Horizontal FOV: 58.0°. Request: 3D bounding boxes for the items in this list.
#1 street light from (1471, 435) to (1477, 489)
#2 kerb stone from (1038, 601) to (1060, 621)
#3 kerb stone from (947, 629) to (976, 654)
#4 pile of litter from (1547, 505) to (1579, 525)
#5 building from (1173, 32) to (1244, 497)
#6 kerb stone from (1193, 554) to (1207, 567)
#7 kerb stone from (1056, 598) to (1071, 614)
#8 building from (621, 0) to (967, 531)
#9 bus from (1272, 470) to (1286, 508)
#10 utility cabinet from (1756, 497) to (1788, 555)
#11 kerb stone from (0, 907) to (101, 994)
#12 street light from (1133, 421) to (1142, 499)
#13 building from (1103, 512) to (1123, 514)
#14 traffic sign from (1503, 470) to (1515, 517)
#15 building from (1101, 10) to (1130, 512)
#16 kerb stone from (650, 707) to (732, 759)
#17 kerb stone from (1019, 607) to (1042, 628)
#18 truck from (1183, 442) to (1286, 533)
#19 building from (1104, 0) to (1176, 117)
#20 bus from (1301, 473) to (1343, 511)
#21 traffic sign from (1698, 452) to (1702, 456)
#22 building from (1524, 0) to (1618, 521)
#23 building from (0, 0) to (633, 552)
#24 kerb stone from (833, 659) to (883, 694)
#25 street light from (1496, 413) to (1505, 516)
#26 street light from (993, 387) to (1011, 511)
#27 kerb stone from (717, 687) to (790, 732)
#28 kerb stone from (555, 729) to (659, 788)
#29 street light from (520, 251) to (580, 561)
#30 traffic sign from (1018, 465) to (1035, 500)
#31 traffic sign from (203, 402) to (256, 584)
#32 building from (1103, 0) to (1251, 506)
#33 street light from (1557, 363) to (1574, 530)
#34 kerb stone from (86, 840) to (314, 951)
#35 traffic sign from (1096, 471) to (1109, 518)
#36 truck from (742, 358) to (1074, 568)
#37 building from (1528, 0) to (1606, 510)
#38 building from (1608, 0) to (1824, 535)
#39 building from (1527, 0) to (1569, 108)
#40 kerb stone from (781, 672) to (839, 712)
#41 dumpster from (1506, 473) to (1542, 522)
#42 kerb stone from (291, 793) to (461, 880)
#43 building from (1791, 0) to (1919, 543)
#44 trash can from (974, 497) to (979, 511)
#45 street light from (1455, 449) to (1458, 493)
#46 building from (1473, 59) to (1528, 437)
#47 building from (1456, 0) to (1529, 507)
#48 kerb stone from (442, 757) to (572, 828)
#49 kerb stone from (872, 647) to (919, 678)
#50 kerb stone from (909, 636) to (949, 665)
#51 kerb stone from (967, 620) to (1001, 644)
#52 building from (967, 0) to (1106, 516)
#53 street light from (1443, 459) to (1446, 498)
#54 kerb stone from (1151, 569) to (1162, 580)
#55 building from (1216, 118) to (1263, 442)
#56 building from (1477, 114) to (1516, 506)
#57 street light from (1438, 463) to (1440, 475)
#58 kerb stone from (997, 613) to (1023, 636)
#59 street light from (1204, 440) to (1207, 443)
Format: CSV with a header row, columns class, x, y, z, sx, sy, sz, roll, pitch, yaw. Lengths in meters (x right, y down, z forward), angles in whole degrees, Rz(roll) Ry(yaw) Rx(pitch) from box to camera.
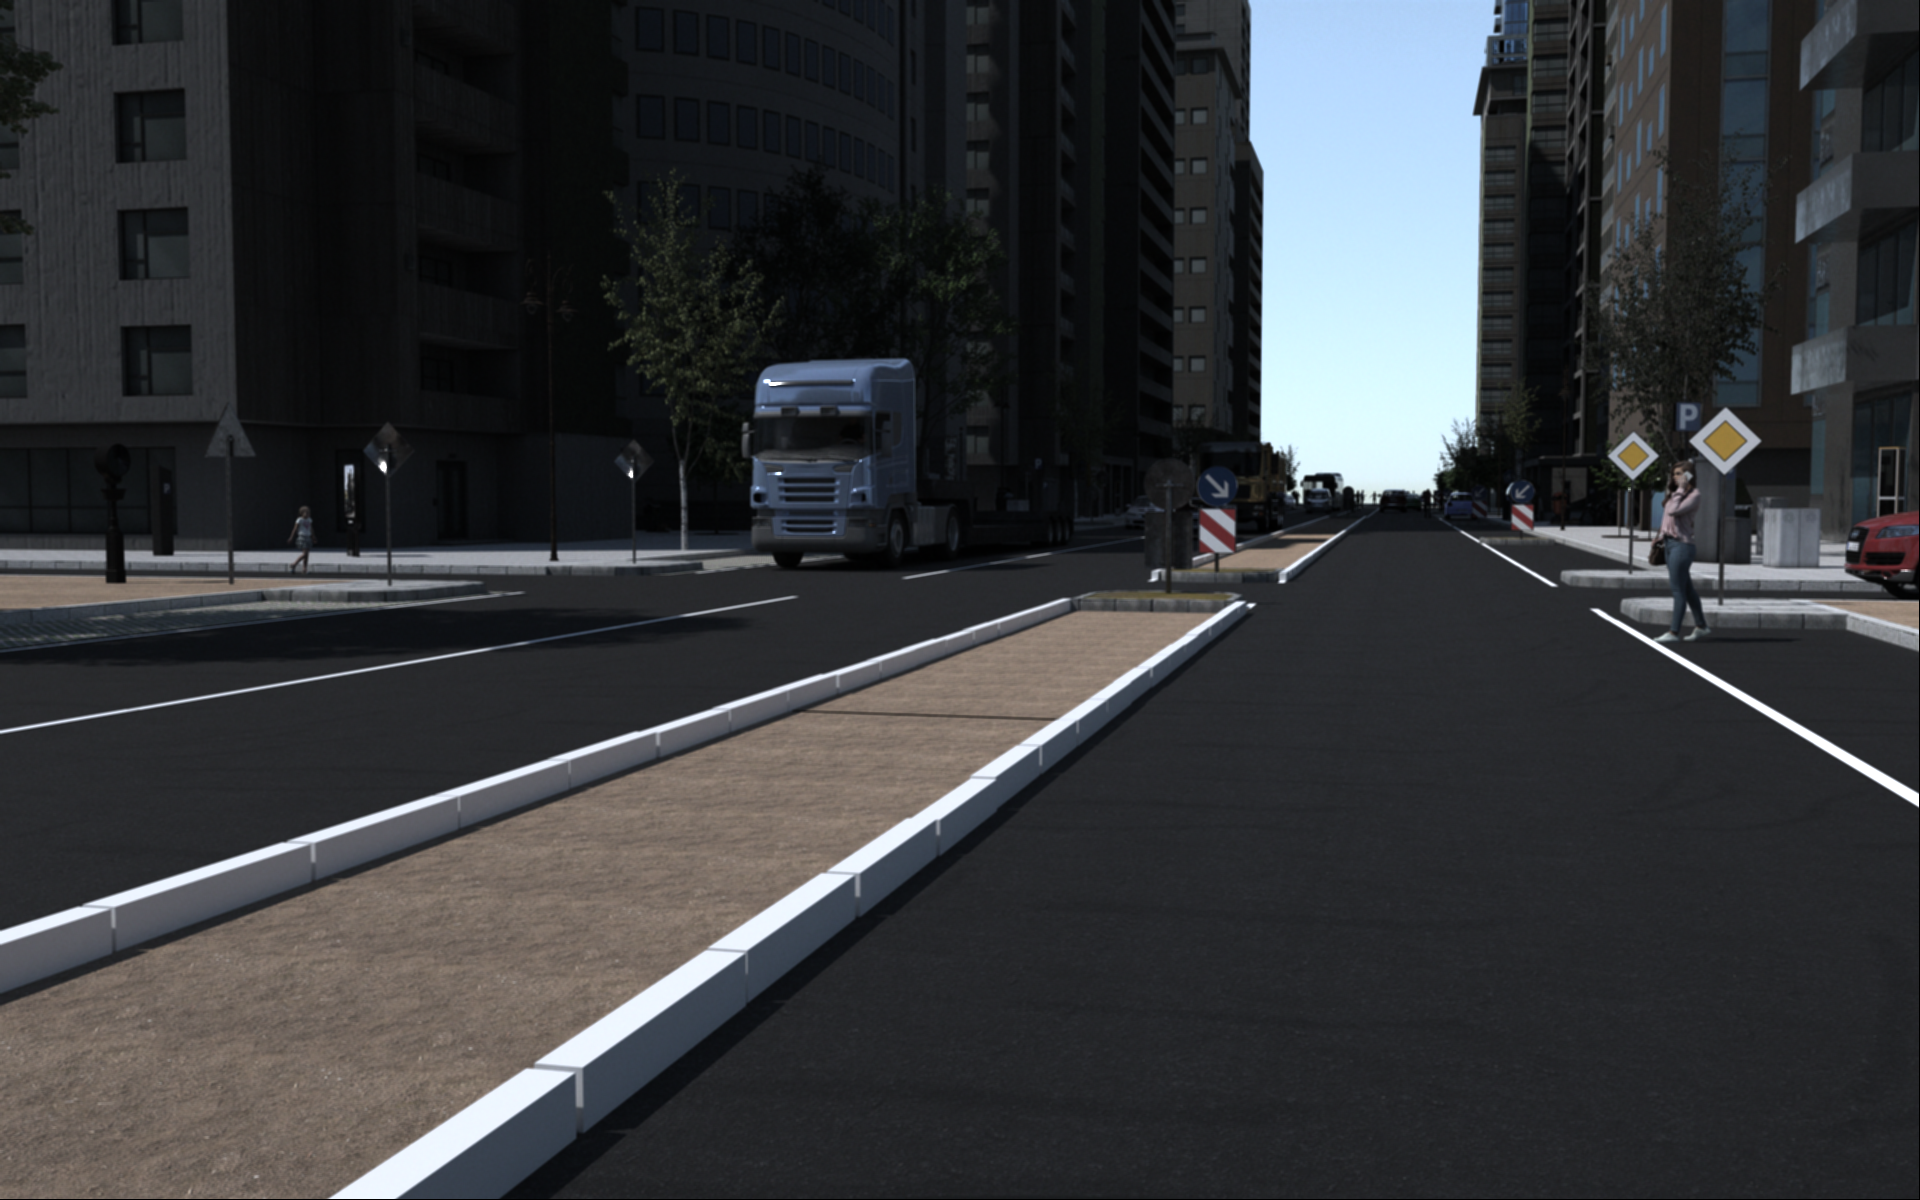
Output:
class,x,y,z,sx,sy,sz,roll,pitch,yaw
street light,40.142,-9.953,135.518,0.468,5.910,1.993,1,4,14
kerb stone,0.956,0.149,19.802,0.120,0.150,1.000,1,4,14
kerb stone,-0.055,0.398,15.824,0.120,0.150,1.000,1,4,14
pile of litter,25.347,-3.558,72.142,1.719,0.858,1.176,1,4,13
building,18.074,-37.732,206.150,28.713,52.752,27.495,1,4,14
kerb stone,4.864,-0.798,35.244,0.120,0.150,1.000,1,4,14
kerb stone,1.204,0.086,20.794,0.120,0.150,1.000,1,4,14
building,-13.274,-32.429,72.219,21.231,58.520,28.212,1,4,14
bus,24.191,-8.920,137.392,2.896,3.916,12.252,1,4,15
utility cabinet,17.180,-1.557,36.626,0.306,1.237,1.020,3,5,44
kerb stone,-2.805,1.058,4.890,0.120,0.150,1.000,1,4,14
street light,10.893,-8.193,106.743,0.468,5.910,1.993,1,4,14
building,1.183,-41.562,117.786,20.563,71.187,20.611,1,4,14
traffic sign,28.785,-5.532,90.558,0.768,2.556,0.104,1,4,20
building,10.678,-44.105,159.373,20.563,71.187,20.611,1,4,14
kerb stone,-1.555,0.760,9.853,0.120,0.150,1.000,1,4,14
kerb stone,0.707,0.208,18.798,0.120,0.150,1.000,1,4,14
truck,10.790,-4.316,66.491,3.469,3.379,9.791,1,4,15
building,5.356,-31.558,139.678,21.300,48.544,21.600,1,4,14
bus,30.837,-9.298,146.881,2.948,3.499,13.247,1,4,16
traffic sign,14.583,-2.032,33.322,0.768,2.556,0.104,1,4,21
building,44.824,-23.969,83.768,32.217,40.220,23.993,1,4,14
building,-17.925,-16.668,44.229,14.160,30.474,14.107,1,4,14
kerb stone,-0.795,0.577,12.836,0.120,0.150,1.000,1,4,14
street light,30.893,-7.727,99.127,0.468,5.910,1.993,1,4,14
street light,1.719,-5.976,70.490,0.468,5.910,1.993,1,4,14
kerb stone,-1.306,0.694,10.844,0.120,0.150,1.000,1,4,14
kerb stone,-1.817,0.816,8.860,0.120,0.150,1.000,1,4,14
street light,-7.797,-3.688,33.089,0.468,5.910,1.993,1,4,14
traffic sign,2.879,-4.585,75.064,0.768,2.556,0.104,1,4,20
traffic sign,-10.356,-1.501,24.544,0.884,2.594,0.081,1,4,17
building,32.955,-49.577,248.835,20.563,71.187,20.611,1,4,14
street light,21.412,-5.417,61.353,0.468,5.910,1.993,1,4,14
kerb stone,-2.560,0.998,5.882,0.120,0.150,1.000,1,4,14
traffic sign,7.720,-5.739,93.943,0.768,2.556,0.104,1,4,23
truck,-0.459,-3.090,40.278,2.967,4.110,18.799,1,4,16
building,48.623,-41.176,111.476,20.563,71.187,20.611,1,4,14
building,30.385,-24.960,58.211,14.600,45.320,14.200,1,4,14
building,49.616,-27.303,130.000,14.154,41.232,14.086,1,4,14
kerb stone,-1.058,0.634,11.837,0.120,0.150,1.000,1,4,14
dumpster,26.484,-4.822,81.332,1.502,2.255,1.985,1,4,14
kerb stone,-2.308,0.937,6.875,0.120,0.150,1.000,1,4,14
building,34.008,-25.405,34.974,30.456,49.044,23.786,1,4,14
trash can,0.409,-3.737,72.758,0.748,1.137,0.748,0,3,0
street light,49.603,-12.259,173.219,0.468,5.910,1.993,1,4,14
building,76.219,-37.745,206.369,28.713,52.752,27.495,1,4,14
building,80.054,-56.380,234.481,22.319,86.520,31.000,1,4,14
kerb stone,-2.063,0.878,7.868,0.120,0.150,1.000,1,4,14
kerb stone,-0.543,0.512,13.828,0.120,0.150,1.000,1,4,14
kerb stone,-0.304,0.450,14.832,0.120,0.150,1.000,1,4,14
kerb stone,0.201,0.329,16.817,0.120,0.150,1.000,1,4,14
building,0.259,-25.428,99.344,14.154,41.232,14.086,1,4,14
street light,60.783,-14.956,217.317,0.468,5.910,1.993,1,4,14
kerb stone,3.364,-0.432,29.282,0.120,0.150,1.000,1,4,14
building,28.318,-37.019,228.968,21.300,48.544,21.600,1,4,14
building,63.770,-30.872,188.345,14.154,41.232,14.086,1,4,14
street light,70.299,-17.226,254.433,0.468,5.910,1.993,1,4,14
kerb stone,0.460,0.268,17.806,0.120,0.150,1.000,1,4,14
street light,20.447,-10.496,144.403,0.468,5.910,1.993,1,4,14
